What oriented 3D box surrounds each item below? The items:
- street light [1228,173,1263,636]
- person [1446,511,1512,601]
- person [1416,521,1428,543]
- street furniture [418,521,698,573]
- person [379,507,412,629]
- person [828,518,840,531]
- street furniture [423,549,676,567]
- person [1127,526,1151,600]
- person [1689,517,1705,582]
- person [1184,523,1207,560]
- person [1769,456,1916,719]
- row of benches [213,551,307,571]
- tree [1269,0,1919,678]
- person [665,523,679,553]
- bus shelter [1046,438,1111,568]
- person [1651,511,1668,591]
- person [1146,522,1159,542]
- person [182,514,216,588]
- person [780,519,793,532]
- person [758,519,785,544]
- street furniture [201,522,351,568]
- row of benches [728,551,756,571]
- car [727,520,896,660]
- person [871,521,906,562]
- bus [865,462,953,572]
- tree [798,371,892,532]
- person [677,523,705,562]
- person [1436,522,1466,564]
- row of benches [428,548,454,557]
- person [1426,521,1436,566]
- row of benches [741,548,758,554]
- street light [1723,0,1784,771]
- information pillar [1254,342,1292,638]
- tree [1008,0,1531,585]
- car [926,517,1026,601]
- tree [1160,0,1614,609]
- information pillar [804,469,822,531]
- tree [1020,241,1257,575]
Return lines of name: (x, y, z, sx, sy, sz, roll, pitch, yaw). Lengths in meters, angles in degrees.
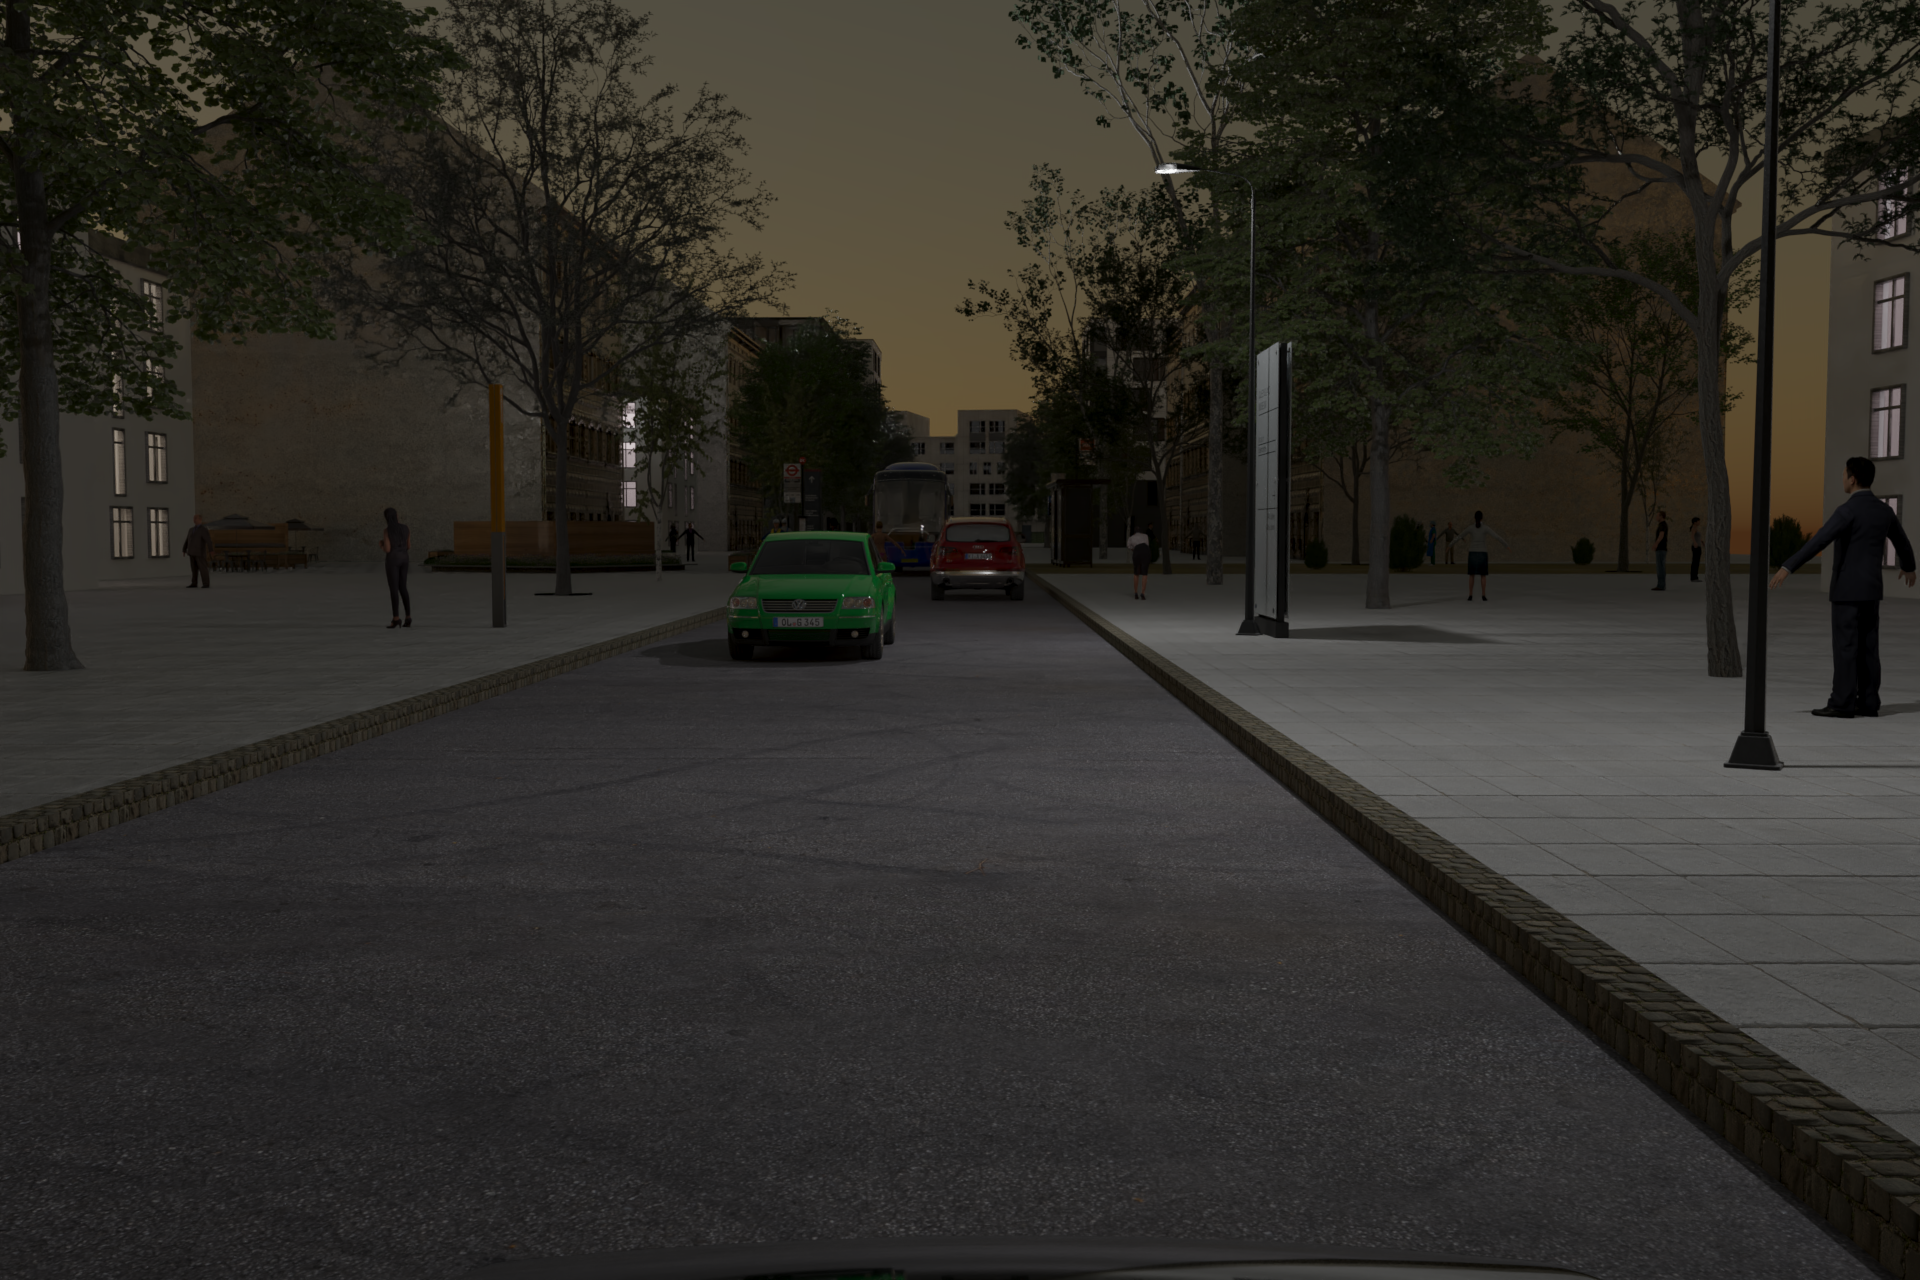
street light: (4.215, -3.013, 21.807, 1.470, 5.913, 1.316, 0, 4, 0)
person: (9.963, -1.619, 33.294, 1.217, 1.735, 0.721, 1, 4, 19)
person: (20.571, -4.386, 77.475, 0.705, 1.858, 1.354, 2, 4, 35)
street furniture: (-14.121, -3.207, 59.286, 11.010, 1.723, 9.812, 2, 4, 31)
person: (-7.702, -0.985, 23.620, 0.415, 1.643, 0.593, -1, 4, -9)
person: (-4.402, -3.282, 59.799, 0.704, 1.843, 1.345, 3, 4, 37)
street furniture: (-16.239, -3.336, 70.171, 10.072, 0.657, 5.734, 0, 4, 1)
person: (3.534, -1.509, 33.908, 0.628, 1.438, 0.799, -2, 4, -31)
person: (19.845, -2.428, 46.507, 0.721, 1.737, 1.217, 2, 4, 33)
person: (11.808, -4.911, 86.427, 1.348, 1.813, 0.705, 1, 4, 18)
person: (6.261, -0.373, 12.147, 1.345, 1.823, 0.704, -1, 4, -22)
row of benches: (-25.004, -2.856, 62.162, 1.422, 0.672, 4.104, 1, 4, 21)
tree: (6.624, -4.960, 15.502, 7.601, 10.594, 8.767, 2, 4, 35)
person: (-14.507, -4.994, 87.427, 0.705, 1.856, 1.354, -2, 4, -34)
bus shelter: (4.646, -5.648, 69.968, 2.179, 5.291, 8.768, 0, 4, -1)
person: (15.900, -2.027, 39.357, 0.705, 1.803, 1.348, 2, 4, 27)
person: (8.960, -4.614, 81.370, 0.705, 1.837, 1.347, 2, 4, 30)
person: (-18.103, -2.112, 41.123, 0.990, 1.755, 0.434, 2, 4, 26)
person: (-6.466, -3.542, 63.772, 1.347, 1.847, 0.705, 0, 4, -2)
person: (-5.969, -3.029, 55.990, 1.216, 1.772, 0.721, 1, 4, 17)
street furniture: (-30.571, -3.822, 69.338, 11.010, 1.723, 9.812, -2, 4, -25)
row of benches: (-7.711, -2.808, 61.370, 1.422, 0.672, 4.104, 0, 4, -2)
car: (-1.742, -0.756, 21.156, 1.959, 1.807, 4.718, 0, 4, 0)
person: (-1.853, -1.868, 39.807, 1.217, 1.733, 0.721, 0, 4, -4)
bus: (-1.650, -4.366, 62.928, 2.896, 3.916, 12.251, 0, 4, 0)
tree: (-8.071, -12.088, 115.764, 7.486, 12.596, 7.792, 0, 3, 0)
person: (-12.531, -4.546, 80.558, 1.346, 1.802, 0.704, -1, 4, -19)
person: (20.810, -4.115, 73.548, 1.348, 1.796, 0.705, 0, 4, -4)
row of benches: (-21.125, -3.647, 75.095, 1.422, 0.672, 4.104, 3, 4, 38)
person: (19.019, -3.897, 69.846, 0.704, 1.817, 1.347, 1, 4, 11)
row of benches: (-7.813, -3.551, 73.529, 1.422, 0.672, 4.104, -3, 5, -44)
street light: (4.922, -2.252, 9.363, 1.470, 5.913, 1.316, 0, 4, 1)
information pillar: (3.971, -1.878, 22.018, 0.184, 3.620, 1.656, 0, 4, 1)
tree: (7.717, -11.417, 42.561, 12.611, 20.169, 13.585, 0, 3, 0)
car: (0.366, -1.845, 38.840, 2.281, 1.827, 5.304, 0, 4, 0)
tree: (6.889, -6.827, 29.741, 7.486, 12.596, 7.792, 0, 3, 0)
information pillar: (-5.893, -4.898, 69.464, 0.750, 3.857, 0.750, 0, 4, 2)
tree: (6.414, -7.375, 55.000, 8.767, 10.594, 7.601, -2, 4, -35)
